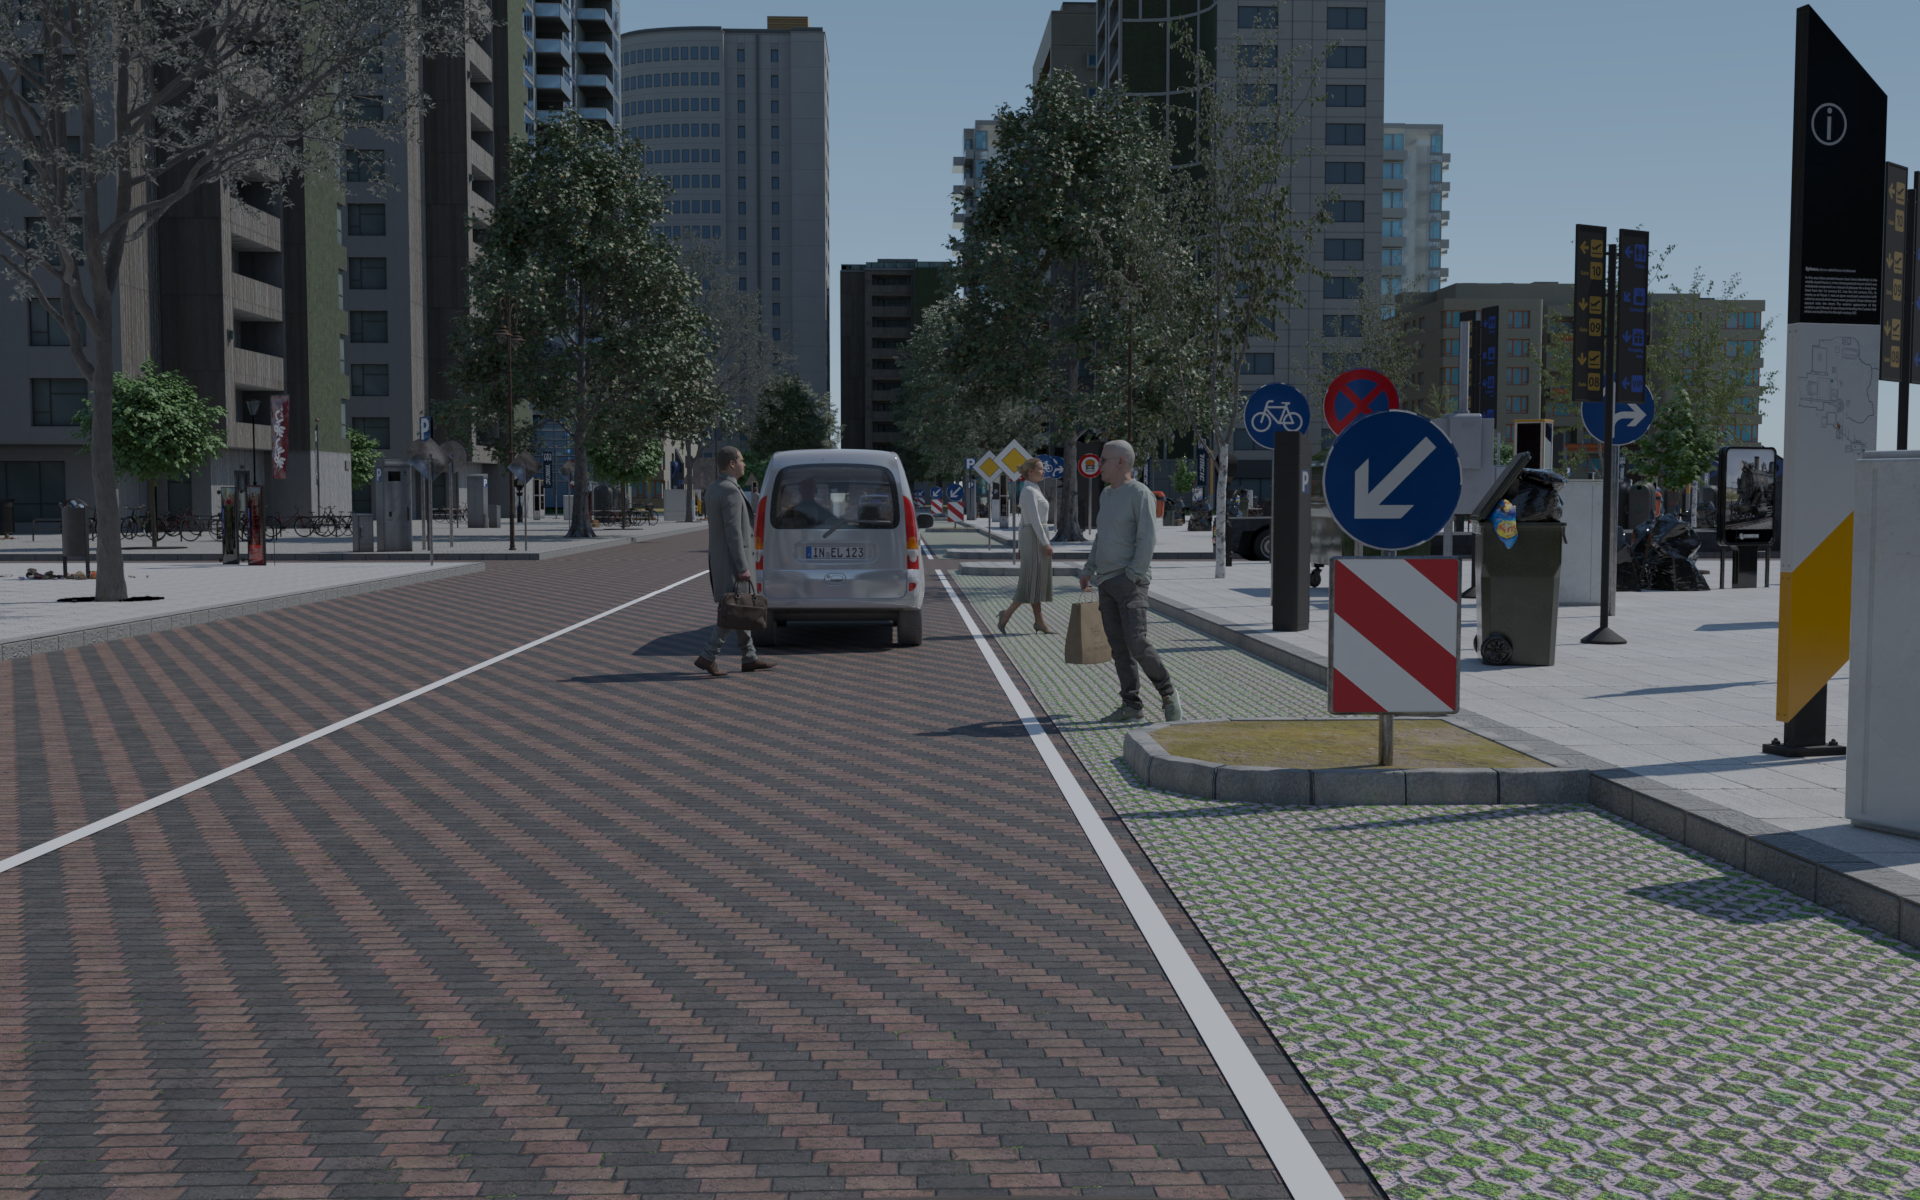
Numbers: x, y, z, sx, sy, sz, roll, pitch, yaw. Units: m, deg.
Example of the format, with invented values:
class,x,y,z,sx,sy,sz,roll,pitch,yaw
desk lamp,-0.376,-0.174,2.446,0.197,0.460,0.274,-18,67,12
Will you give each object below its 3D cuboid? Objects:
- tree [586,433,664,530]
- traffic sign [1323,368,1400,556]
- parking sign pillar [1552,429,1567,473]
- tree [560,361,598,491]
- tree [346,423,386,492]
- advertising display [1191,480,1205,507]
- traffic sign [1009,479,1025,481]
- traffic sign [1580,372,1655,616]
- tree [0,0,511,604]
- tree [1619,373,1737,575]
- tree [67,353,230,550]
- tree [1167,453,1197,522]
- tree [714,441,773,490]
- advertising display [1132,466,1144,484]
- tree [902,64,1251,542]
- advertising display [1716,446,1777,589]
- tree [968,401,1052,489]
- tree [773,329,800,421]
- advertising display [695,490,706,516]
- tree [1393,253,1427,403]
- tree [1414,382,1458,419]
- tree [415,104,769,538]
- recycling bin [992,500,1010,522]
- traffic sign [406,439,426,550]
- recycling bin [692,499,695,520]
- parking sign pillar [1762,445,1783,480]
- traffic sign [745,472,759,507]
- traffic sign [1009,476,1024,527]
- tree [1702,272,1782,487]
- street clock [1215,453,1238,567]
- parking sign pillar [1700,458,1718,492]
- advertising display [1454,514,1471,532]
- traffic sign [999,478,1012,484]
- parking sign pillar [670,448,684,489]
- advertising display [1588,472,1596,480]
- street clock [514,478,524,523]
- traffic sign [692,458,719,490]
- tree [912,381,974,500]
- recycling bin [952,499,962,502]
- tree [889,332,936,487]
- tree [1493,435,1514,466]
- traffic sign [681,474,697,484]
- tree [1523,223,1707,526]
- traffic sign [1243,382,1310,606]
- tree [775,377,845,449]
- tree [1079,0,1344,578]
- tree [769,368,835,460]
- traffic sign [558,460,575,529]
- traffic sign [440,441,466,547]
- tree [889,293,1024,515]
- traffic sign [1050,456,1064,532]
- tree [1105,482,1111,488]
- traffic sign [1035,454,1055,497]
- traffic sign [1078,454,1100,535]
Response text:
class,x,y,z,sx,sy,sz,roll,pitch,yaw
tree,-12.125,-4.813,62.403,4.285,4.588,4.351,0,3,0
traffic sign,4.055,-1.069,17.578,0.768,2.556,0.104,0,4,4
parking sign pillar,24.591,-5.119,72.163,1.447,3.967,1.447,3,5,45
tree,-20.055,-8.810,94.404,4.737,8.622,4.395,0,3,0
tree,-27.626,-5.773,78.106,4.285,4.588,4.351,0,3,0
advertising display,10.834,-4.501,78.805,0.123,1.923,0.974,-2,4,-24
traffic sign,2.202,-4.296,70.241,0.884,2.594,0.081,0,4,4
traffic sign,6.857,-1.104,18.154,0.768,2.556,0.104,0,4,1
tree,-10.327,-6.728,20.381,12.009,13.543,11.850,0,3,0
tree,11.454,-2.042,27.981,1.663,3.219,1.824,0,3,0
tree,-19.021,-3.482,40.647,4.285,4.588,4.351,0,3,0
tree,10.407,-5.256,80.536,1.663,3.219,1.824,0,3,0
tree,-13.874,-7.556,107.256,4.285,4.588,4.351,0,3,0
advertising display,3.953,-2.108,39.686,0.123,1.923,0.974,-1,4,-19
tree,3.067,-7.919,46.488,9.611,12.733,9.660,0,3,0
advertising display,10.697,-1.122,23.565,0.974,1.923,0.123,-2,4,-25
tree,1.694,-8.437,88.300,4.360,8.622,3.978,0,3,0
tree,-12.188,-10.263,78.170,12.009,13.543,11.850,0,3,0
advertising display,-15.089,-5.837,100.653,0.123,1.923,0.974,-3,5,-44
tree,12.506,-6.310,53.537,4.360,8.622,3.978,0,3,0
tree,31.730,-9.960,113.202,4.737,8.622,4.395,0,3,0
tree,-11.192,-8.212,51.277,9.611,12.733,9.660,0,3,0
recycling bin,1.868,-4.082,79.296,0.722,1.027,0.722,1,4,12
traffic sign,-12.299,-2.420,39.669,0.768,2.556,0.104,0,4,1
recycling bin,-13.811,-4.571,87.282,0.722,1.027,0.722,-2,4,-29
parking sign pillar,44.515,-6.497,94.700,1.447,3.967,1.447,1,4,16
traffic sign,-12.459,-6.337,103.611,0.884,2.594,0.081,0,4,8
traffic sign,2.084,-4.154,67.925,0.884,2.594,0.081,0,4,1
tree,24.425,-6.512,56.830,4.737,8.622,4.395,0,3,0
street clock,4.695,-1.593,30.620,0.358,2.002,0.471,-1,4,-17
parking sign pillar,42.884,-6.736,98.613,1.447,3.967,1.447,-3,4,-37
advertising display,15.951,-3.064,55.315,0.974,1.923,0.123,-2,4,-30
traffic sign,2.588,-5.918,96.867,0.768,2.556,0.104,0,4,0
parking sign pillar,-16.578,-6.921,101.631,1.447,3.967,1.447,-2,4,-27
advertising display,18.713,-2.821,51.341,0.123,1.923,0.974,2,4,25
street clock,-19.781,-4.479,77.803,0.358,2.002,0.471,2,4,33
traffic sign,-13.788,-6.286,96.646,2.265,3.308,0.079,0,4,1
tree,-1.533,-15.873,177.655,7.486,12.596,7.792,0,3,0
recycling bin,-0.041,-6.008,110.789,0.722,1.027,0.722,3,4,39
tree,-1.745,-20.600,192.705,12.611,20.169,13.585,0,3,0
tree,29.705,-6.853,95.758,4.285,4.588,4.351,0,3,0
traffic sign,-14.813,-5.791,94.686,0.884,2.594,0.081,0,4,7
tree,17.831,-5.970,47.980,4.737,8.622,4.395,0,3,0
traffic sign,3.613,-1.207,19.844,0.768,2.556,0.104,0,4,-1
tree,-17.092,-17.134,186.788,9.857,13.997,8.962,0,3,0
tree,3.945,-4.651,26.410,4.360,8.622,3.978,0,3,0
tree,-15.974,-14.728,157.803,9.611,12.733,9.660,0,3,0
traffic sign,-13.138,-3.490,58.239,0.795,2.450,0.064,0,4,4
traffic sign,-12.290,-2.550,41.798,0.768,2.556,0.104,0,4,6
tree,0.398,-12.326,108.185,9.857,13.997,8.962,0,3,0
traffic sign,3.202,-3.541,57.998,0.768,2.556,0.104,0,4,7
tree,8.887,-6.352,98.457,1.663,3.219,1.824,0,3,0
traffic sign,2.664,-3.383,55.424,0.768,2.556,0.104,0,4,2
traffic sign,4.091,-3.325,54.476,0.768,2.556,0.104,0,4,7
